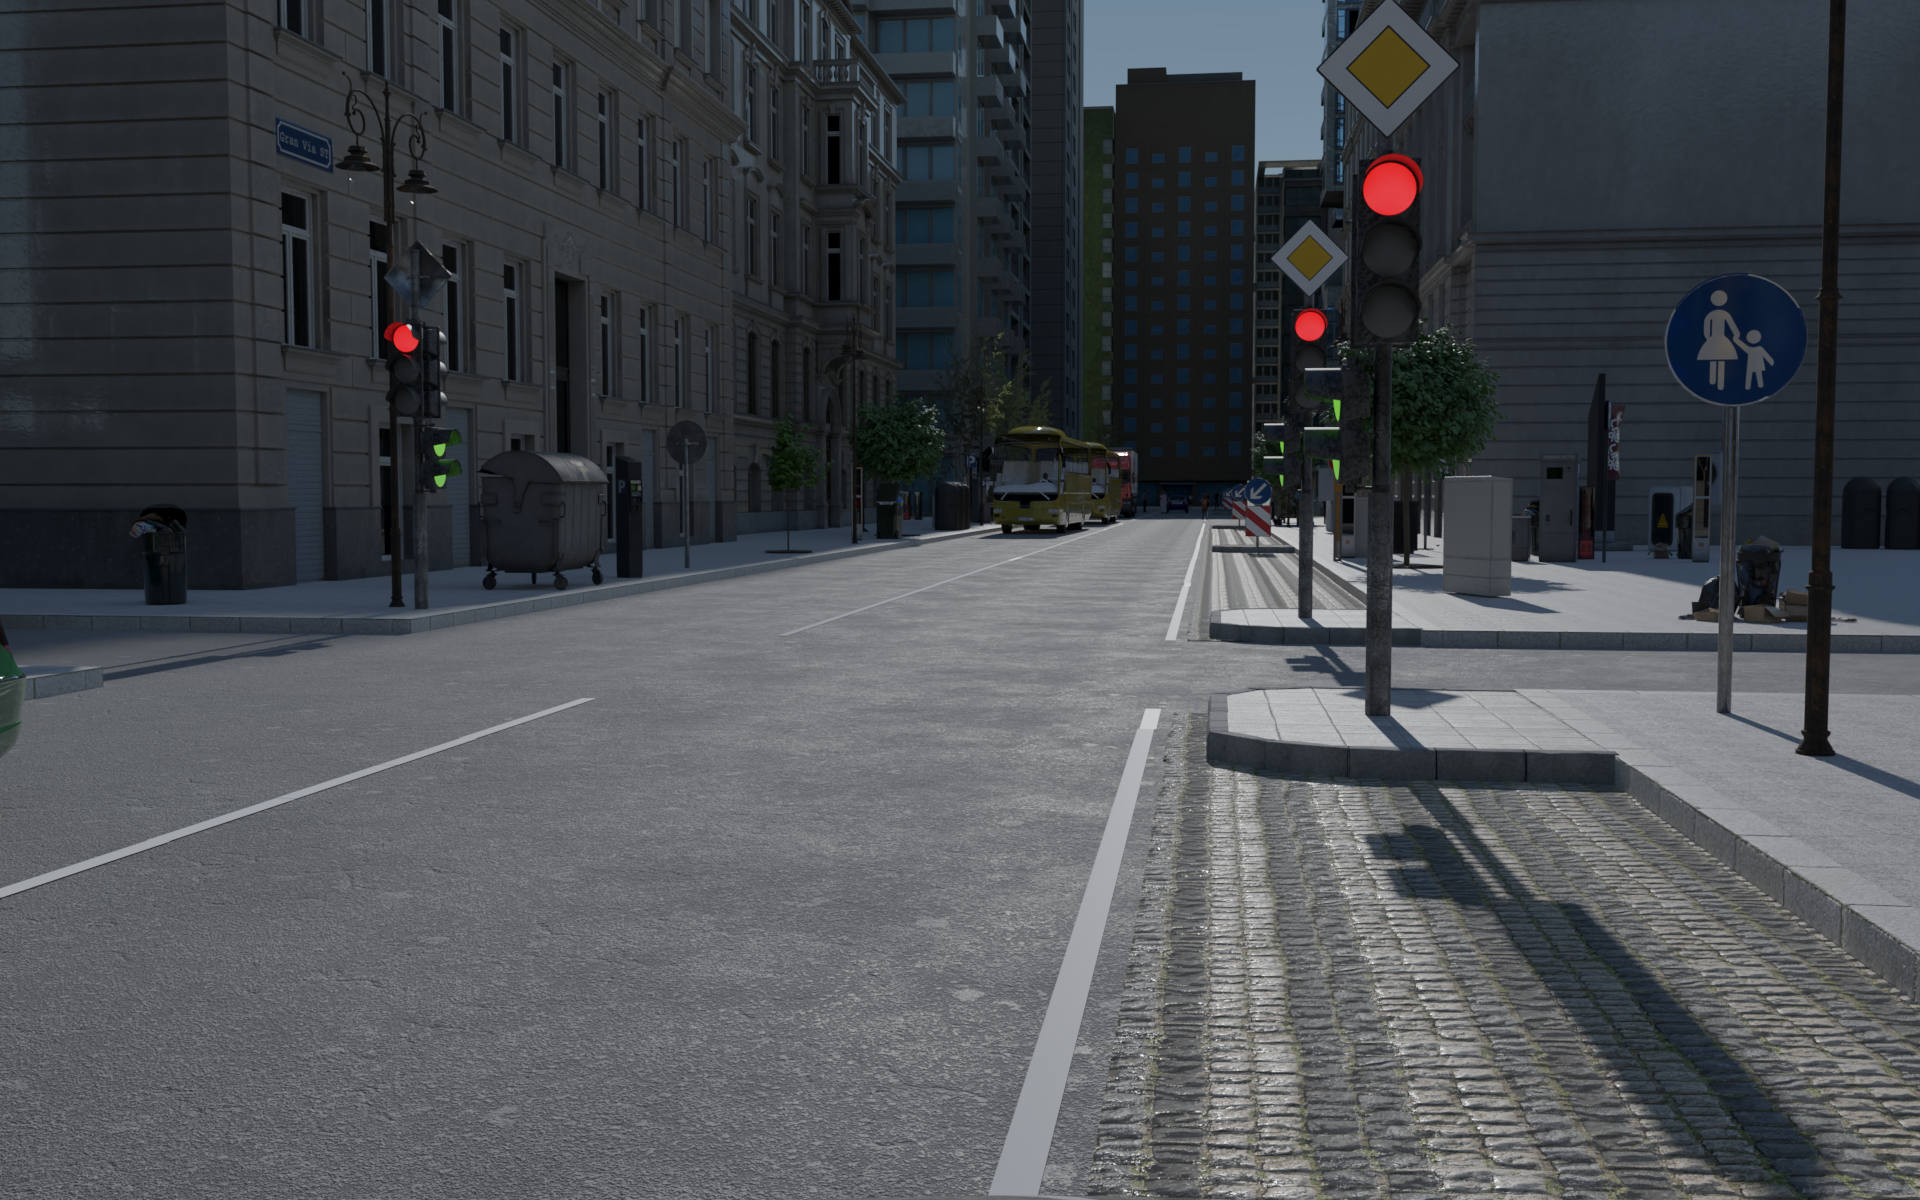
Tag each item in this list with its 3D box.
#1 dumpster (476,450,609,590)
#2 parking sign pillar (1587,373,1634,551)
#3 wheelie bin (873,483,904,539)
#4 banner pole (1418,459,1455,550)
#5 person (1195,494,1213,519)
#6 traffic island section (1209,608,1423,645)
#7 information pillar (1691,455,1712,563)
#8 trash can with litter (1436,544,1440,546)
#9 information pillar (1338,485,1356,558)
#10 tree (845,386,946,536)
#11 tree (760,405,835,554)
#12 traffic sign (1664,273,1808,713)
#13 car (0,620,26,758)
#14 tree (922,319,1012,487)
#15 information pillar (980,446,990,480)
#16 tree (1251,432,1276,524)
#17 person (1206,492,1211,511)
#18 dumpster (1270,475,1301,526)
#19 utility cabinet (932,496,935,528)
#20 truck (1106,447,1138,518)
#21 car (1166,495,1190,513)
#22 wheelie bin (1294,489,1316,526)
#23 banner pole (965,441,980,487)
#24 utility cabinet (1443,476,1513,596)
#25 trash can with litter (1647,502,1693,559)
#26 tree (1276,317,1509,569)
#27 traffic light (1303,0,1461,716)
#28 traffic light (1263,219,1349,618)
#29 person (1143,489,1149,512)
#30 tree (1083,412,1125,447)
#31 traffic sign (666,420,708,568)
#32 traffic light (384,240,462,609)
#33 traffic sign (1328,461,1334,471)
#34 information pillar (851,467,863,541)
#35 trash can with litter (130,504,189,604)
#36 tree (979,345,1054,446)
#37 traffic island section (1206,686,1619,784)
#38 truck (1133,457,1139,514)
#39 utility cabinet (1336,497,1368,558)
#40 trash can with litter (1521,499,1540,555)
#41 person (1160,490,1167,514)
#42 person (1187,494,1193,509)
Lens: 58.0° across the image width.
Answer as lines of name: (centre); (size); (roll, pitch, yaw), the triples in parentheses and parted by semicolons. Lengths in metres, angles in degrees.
dumpster: (-5.718, -1.102, 23.772); (1.264, 1.857, 1.865); (1, 4, 8)
parking sign pillar: (14.584, -3.113, 39.371); (1.447, 3.967, 1.447); (1, 4, 11)
wheelie bin: (-2.025, -2.541, 49.459); (0.980, 1.594, 0.693); (1, 4, 18)
banner pole: (10.951, -3.043, 39.769); (0.863, 3.779, 0.401); (1, 4, 15)
person: (13.794, -5.257, 97.718); (1.065, 1.426, 0.557); (2, 4, 24)
traffic island section: (3.601, 0.264, 17.963); (2.009, 0.180, 2.903); (1, 4, 8)
information pillar: (13.923, -1.714, 32.514); (0.304, 2.012, 0.304); (1, 4, 20)
trash can with litter: (12.506, -1.915, 42.365); (1.678, 1.210, 2.233); (0, 4, 7)
information pillar: (7.728, -1.840, 34.584); (0.304, 2.012, 0.304); (0, 4, 3)
tree: (-1.909, -4.239, 53.017); (4.285, 4.588, 4.351); (0, 3, 0)
tree: (-3.759, -2.626, 37.542); (1.663, 3.219, 1.824); (0, 3, 0)
traffic sign: (4.483, -0.611, 10.089); (0.768, 2.556, 0.104); (1, 4, 14)
car: (-5.261, 0.378, 5.618); (2.131, 1.459, 4.920); (0, 4, 8)
tree: (0.182, -7.530, 73.476); (4.360, 8.622, 3.978); (0, 3, 0)
information pillar: (1.236, -5.658, 83.870); (0.504, 3.616, 0.183); (1, 4, 17)
tree: (14.097, -5.600, 75.279); (4.285, 4.588, 4.351); (0, 3, 0)
person: (20.841, -8.288, 145.481); (0.415, 1.643, 0.593); (0, 4, 8)
dumpster: (13.372, -4.147, 70.293); (1.502, 2.255, 1.985); (1, 4, 8)
utility cabinet: (-0.532, -3.359, 66.075); (1.020, 1.237, 0.306); (1, 4, 22)
truck: (9.466, -7.168, 106.111); (2.839, 4.237, 11.283); (0, 4, 8)
car: (16.495, -7.281, 131.622); (1.945, 1.354, 3.894); (0, 4, 6)
wheelie bin: (13.629, -3.710, 68.569); (0.693, 1.594, 0.980); (3, 4, 36)
banner pole: (0.508, -5.448, 79.086); (0.863, 3.779, 0.401); (0, 4, 6)
utility cabinet: (6.550, -0.809, 21.914); (0.318, 1.500, 1.173); (-1, 4, -13)
trash can with litter: (14.186, -1.398, 34.239); (1.055, 1.170, 0.624); (1, 4, 14)
tree: (7.822, -2.848, 30.272); (4.285, 4.588, 4.351); (0, 3, 0)
traffic light: (2.410, -1.286, 9.953); (0.839, 4.253, 0.868); (1, 4, 8)
traffic light: (3.563, -1.770, 17.855); (0.839, 4.253, 0.868); (1, 4, 8)
person: (14.613, -7.832, 136.555); (0.705, 1.823, 1.348); (2, 4, 23)
tree: (12.795, -12.363, 152.501); (4.737, 8.622, 4.395); (0, 3, 0)
traffic sign: (-4.731, -1.826, 29.954); (0.768, 2.556, 0.104); (1, 4, 14)
traffic light: (-6.000, -1.854, 19.229); (0.839, 4.253, 0.868); (1, 4, 8)
traffic sign: (9.929, -2.742, 44.942); (0.768, 2.556, 0.104); (1, 4, 14)
information pillar: (-2.842, -2.647, 47.775); (0.304, 2.012, 0.304); (0, 4, -2)
trash can with litter: (-9.393, -0.547, 20.338); (0.624, 1.170, 1.055); (-2, 4, -25)
tree: (2.544, -8.325, 86.468); (4.737, 8.622, 4.395); (0, 3, 0)
traffic island section: (2.448, 0.747, 10.061); (2.009, 0.180, 2.903); (1, 4, 8)
truck: (11.314, -8.212, 123.187); (2.839, 4.237, 11.283); (0, 4, 7)
utility cabinet: (8.086, -1.452, 34.895); (1.020, 1.237, 0.306); (0, 4, 7)
trash can with litter: (12.280, -1.533, 36.452); (0.624, 1.170, 1.055); (3, 4, 38)
person: (14.710, -7.107, 125.375); (0.551, 1.740, 0.621); (0, 4, -7)
person: (20.865, -8.879, 156.867); (0.799, 1.438, 0.628); (2, 4, 28)
